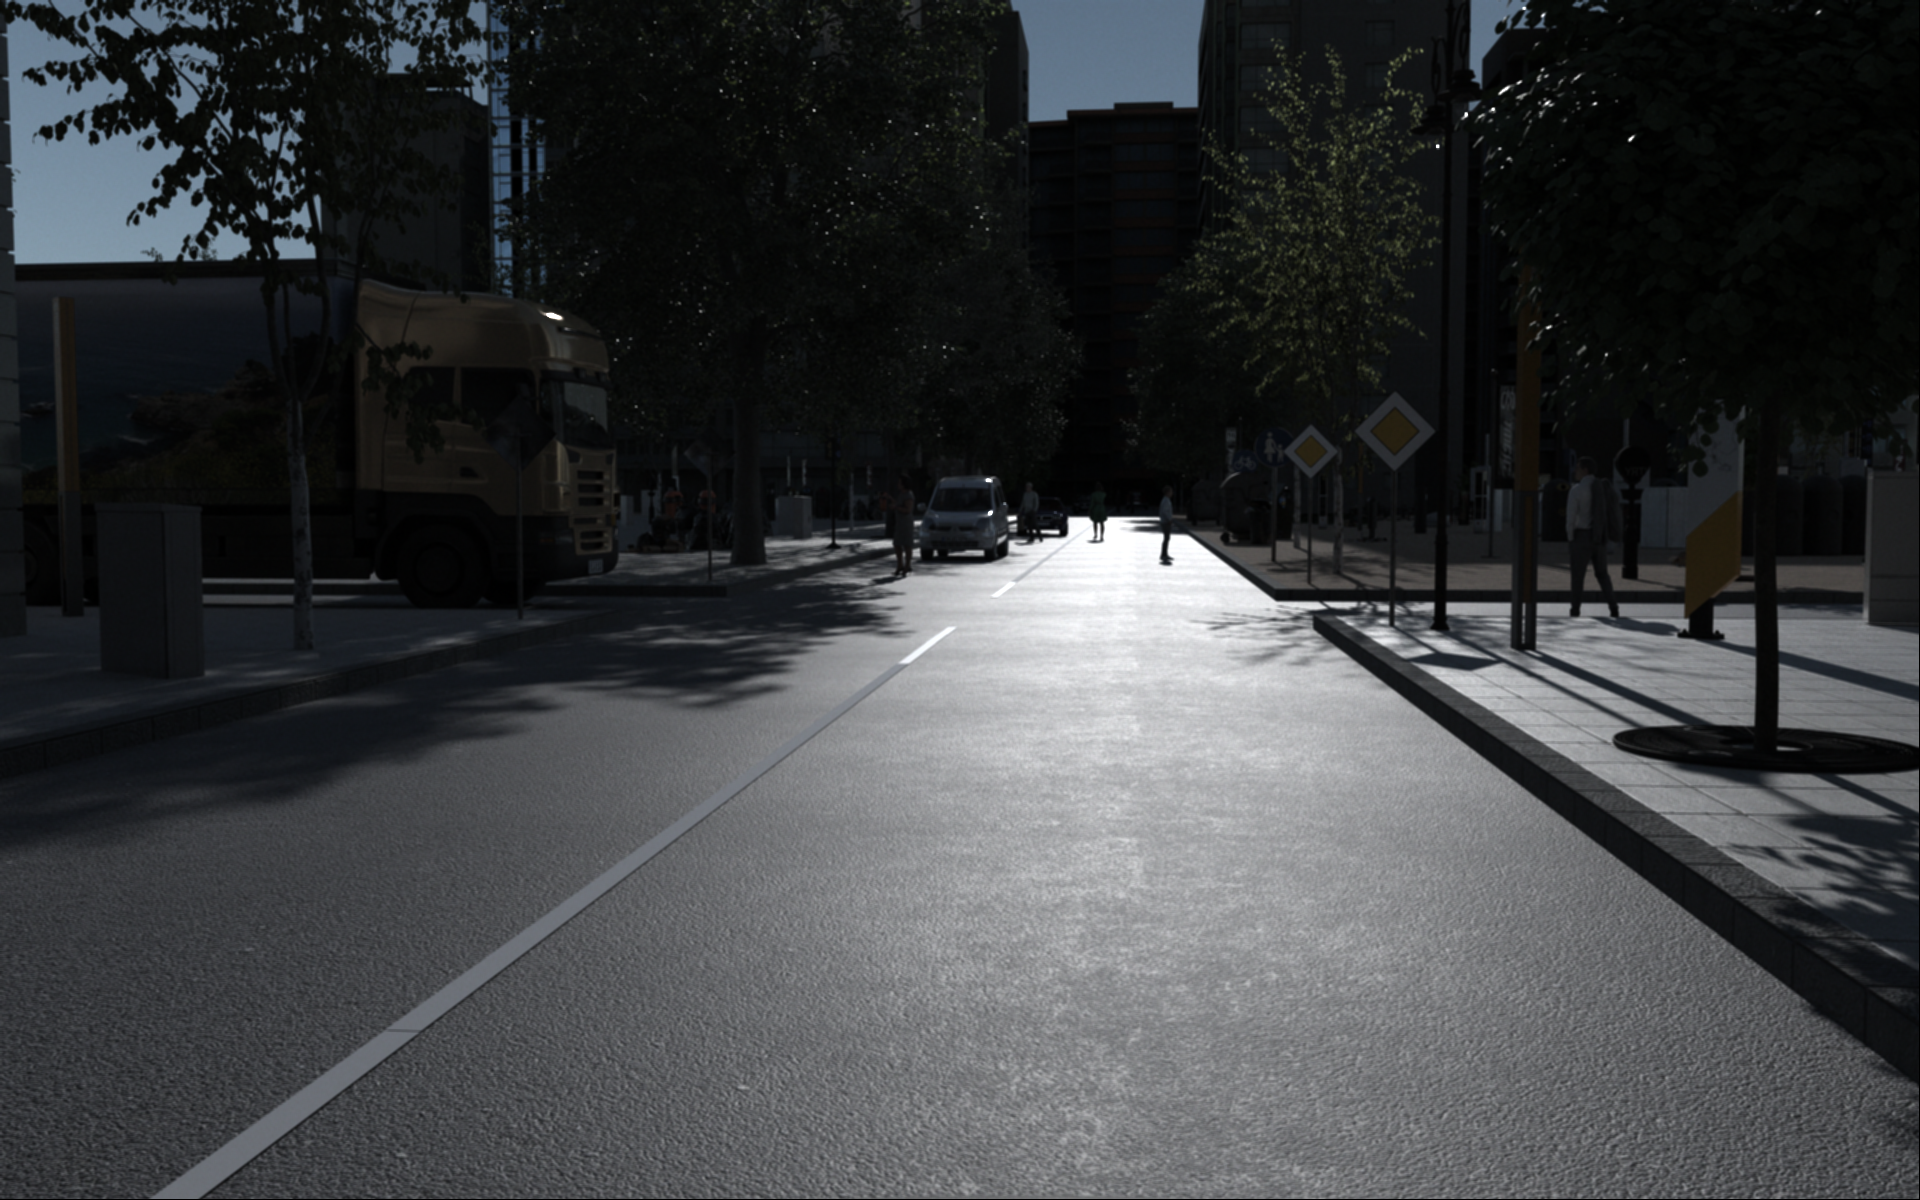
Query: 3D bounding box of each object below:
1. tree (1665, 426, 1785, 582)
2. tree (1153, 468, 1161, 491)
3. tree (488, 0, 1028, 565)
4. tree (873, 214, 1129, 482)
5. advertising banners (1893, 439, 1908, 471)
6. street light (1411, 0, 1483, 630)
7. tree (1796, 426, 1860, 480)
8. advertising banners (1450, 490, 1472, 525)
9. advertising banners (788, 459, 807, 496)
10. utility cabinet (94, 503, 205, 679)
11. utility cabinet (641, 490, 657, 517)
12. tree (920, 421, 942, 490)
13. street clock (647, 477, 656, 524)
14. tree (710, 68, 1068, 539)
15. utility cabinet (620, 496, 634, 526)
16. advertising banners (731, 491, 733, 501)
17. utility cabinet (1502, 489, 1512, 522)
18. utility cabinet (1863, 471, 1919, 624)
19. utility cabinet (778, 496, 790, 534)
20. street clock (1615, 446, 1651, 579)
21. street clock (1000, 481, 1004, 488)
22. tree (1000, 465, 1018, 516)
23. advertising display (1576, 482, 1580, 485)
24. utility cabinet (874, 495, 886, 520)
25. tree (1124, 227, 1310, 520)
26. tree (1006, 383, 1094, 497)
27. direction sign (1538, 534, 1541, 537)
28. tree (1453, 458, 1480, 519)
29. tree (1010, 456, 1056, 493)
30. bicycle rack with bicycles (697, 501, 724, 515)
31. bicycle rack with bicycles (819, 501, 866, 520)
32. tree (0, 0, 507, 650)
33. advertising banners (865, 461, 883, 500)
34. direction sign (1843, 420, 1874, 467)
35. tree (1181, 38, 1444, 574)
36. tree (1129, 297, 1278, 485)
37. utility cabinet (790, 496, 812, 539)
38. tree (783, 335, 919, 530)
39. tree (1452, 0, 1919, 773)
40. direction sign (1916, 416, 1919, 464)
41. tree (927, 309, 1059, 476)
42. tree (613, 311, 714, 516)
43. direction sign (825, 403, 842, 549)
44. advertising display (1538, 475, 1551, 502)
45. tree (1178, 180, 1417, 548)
[{"bbox_3d":[11.641,-1.915,25.918,1.663,3.219,1.824,0,3,0],"label":"tree"},{"bbox_3d":[16.801,-9.148,133.281,4.285,4.588,4.351,0,3,0],"label":"tree"},{"bbox_3d":[-3.782,-7.631,31.427,9.857,13.997,8.962,0,3,0],"label":"tree"},{"bbox_3d":[0.444,-9.402,70.723,9.611,12.733,9.660,0,3,0],"label":"tree"},{"bbox_3d":[29.548,-3.638,55.663,0.090,3.025,2.074,-1,4,-18],"label":"advertising banners"},{"bbox_3d":[4.541,-2.656,16.209,0.468,5.910,1.993,0,4,6],"label":"street light"},{"bbox_3d":[39.205,-7.878,79.173,4.737,8.622,4.395,0,3,0],"label":"tree"},{"bbox_3d":[20.027,-4.583,71.113,2.074,3.025,0.090,-1,4,-9],"label":"advertising banners"},{"bbox_3d":[-8.178,-5.571,87.273,0.090,3.025,2.074,-2,4,-32],"label":"advertising banners"},{"bbox_3d":[-5.789,-0.075,12.389,1.020,1.237,0.306,3,5,40],"label":"utility cabinet"},{"bbox_3d":[-17.205,-5.382,96.668,1.173,1.500,0.318,2,4,24],"label":"utility cabinet"},{"bbox_3d":[-0.886,-8.916,96.138,4.737,8.622,4.395,0,3,0],"label":"tree"},{"bbox_3d":[-13.024,-4.193,73.122,0.358,2.002,0.471,-2,4,-34],"label":"street clock"},{"bbox_3d":[-1.991,-8.533,49.877,12.009,13.543,11.850,0,3,0],"label":"tree"},{"bbox_3d":[-13.510,-3.617,70.298,0.306,1.237,1.020,-2,4,-25],"label":"utility cabinet"},{"bbox_3d":[-9.470,-4.725,73.443,0.090,3.025,2.074,0,4,4],"label":"advertising banners"},{"bbox_3d":[24.916,-4.348,79.771,0.318,1.500,1.173,-2,4,-33],"label":"utility cabinet"},{"bbox_3d":[9.507,-0.503,16.896,1.173,1.500,0.318,1,4,17],"label":"utility cabinet"},{"bbox_3d":[-5.370,-2.705,55.395,1.020,1.237,0.306,3,5,42],"label":"utility cabinet"},{"bbox_3d":[10.166,-1.325,26.226,0.471,2.002,0.358,0,4,7],"label":"street clock"},{"bbox_3d":[2.203,-5.456,93.781,0.358,2.002,0.471,-1,4,-11],"label":"street clock"},{"bbox_3d":[2.583,-6.603,102.564,1.663,3.219,1.824,0,3,0],"label":"tree"},{"bbox_3d":[33.806,-5.495,95.063,0.974,1.923,0.123,2,4,34],"label":"advertising display"},{"bbox_3d":[-3.760,-4.601,86.390,1.020,1.237,0.306,0,4,4],"label":"utility cabinet"},{"bbox_3d":[12.646,-10.865,84.294,9.857,13.997,8.962,0,3,0],"label":"tree"},{"bbox_3d":[6.989,-12.238,134.502,7.601,10.594,8.767,1,4,10],"label":"tree"},{"bbox_3d":[17.215,-3.658,51.804,0.379,3.537,0.876,1,4,11],"label":"direction sign"},{"bbox_3d":[26.909,-5.880,90.744,1.663,3.219,1.824,0,3,0],"label":"tree"},{"bbox_3d":[4.920,-8.122,116.504,4.285,4.588,4.351,0,3,0],"label":"tree"},{"bbox_3d":[-13.720,-5.070,96.275,2.925,0.926,2.852,2,4,29],"label":"bicycle rack with bicycles"},{"bbox_3d":[-6.047,-4.562,87.968,2.852,0.926,2.925,0,4,0],"label":"bicycle rack with bicycles"},{"bbox_3d":[-5.404,-3.882,13.837,4.737,8.622,4.395,0,3,0],"label":"tree"},{"bbox_3d":[-4.303,-5.896,92.580,2.074,3.025,0.090,-3,5,-44],"label":"advertising banners"},{"bbox_3d":[26.438,-3.612,51.051,0.379,3.537,0.876,-2,4,-33],"label":"direction sign"},{"bbox_3d":[5.891,-4.722,27.573,4.360,8.622,3.978,0,3,0],"label":"tree"},{"bbox_3d":[13.719,-11.092,98.368,9.611,12.733,9.660,0,3,0],"label":"tree"},{"bbox_3d":[-4.526,-2.372,49.949,0.306,1.237,1.020,1,4,10],"label":"utility cabinet"},{"bbox_3d":[-4.077,-6.766,60.986,4.737,8.622,4.395,0,3,0],"label":"tree"},{"bbox_3d":[4.094,-1.522,8.602,4.285,4.588,4.351,0,3,0],"label":"tree"},{"bbox_3d":[25.161,-3.232,44.837,0.379,3.537,0.876,-2,4,-24],"label":"direction sign"},{"bbox_3d":[1.184,-9.701,84.363,9.928,11.665,9.643,0,3,0],"label":"tree"},{"bbox_3d":[-11.035,-6.923,63.558,4.360,8.622,3.978,0,3,0],"label":"tree"},{"bbox_3d":[-2.984,-2.983,40.769,0.379,3.537,0.876,1,4,18],"label":"direction sign"},{"bbox_3d":[20.040,-3.343,59.872,0.974,1.923,0.123,-2,4,-32],"label":"advertising display"},{"bbox_3d":[8.246,-5.546,41.035,4.737,8.622,4.395,0,3,0],"label":"tree"}]
